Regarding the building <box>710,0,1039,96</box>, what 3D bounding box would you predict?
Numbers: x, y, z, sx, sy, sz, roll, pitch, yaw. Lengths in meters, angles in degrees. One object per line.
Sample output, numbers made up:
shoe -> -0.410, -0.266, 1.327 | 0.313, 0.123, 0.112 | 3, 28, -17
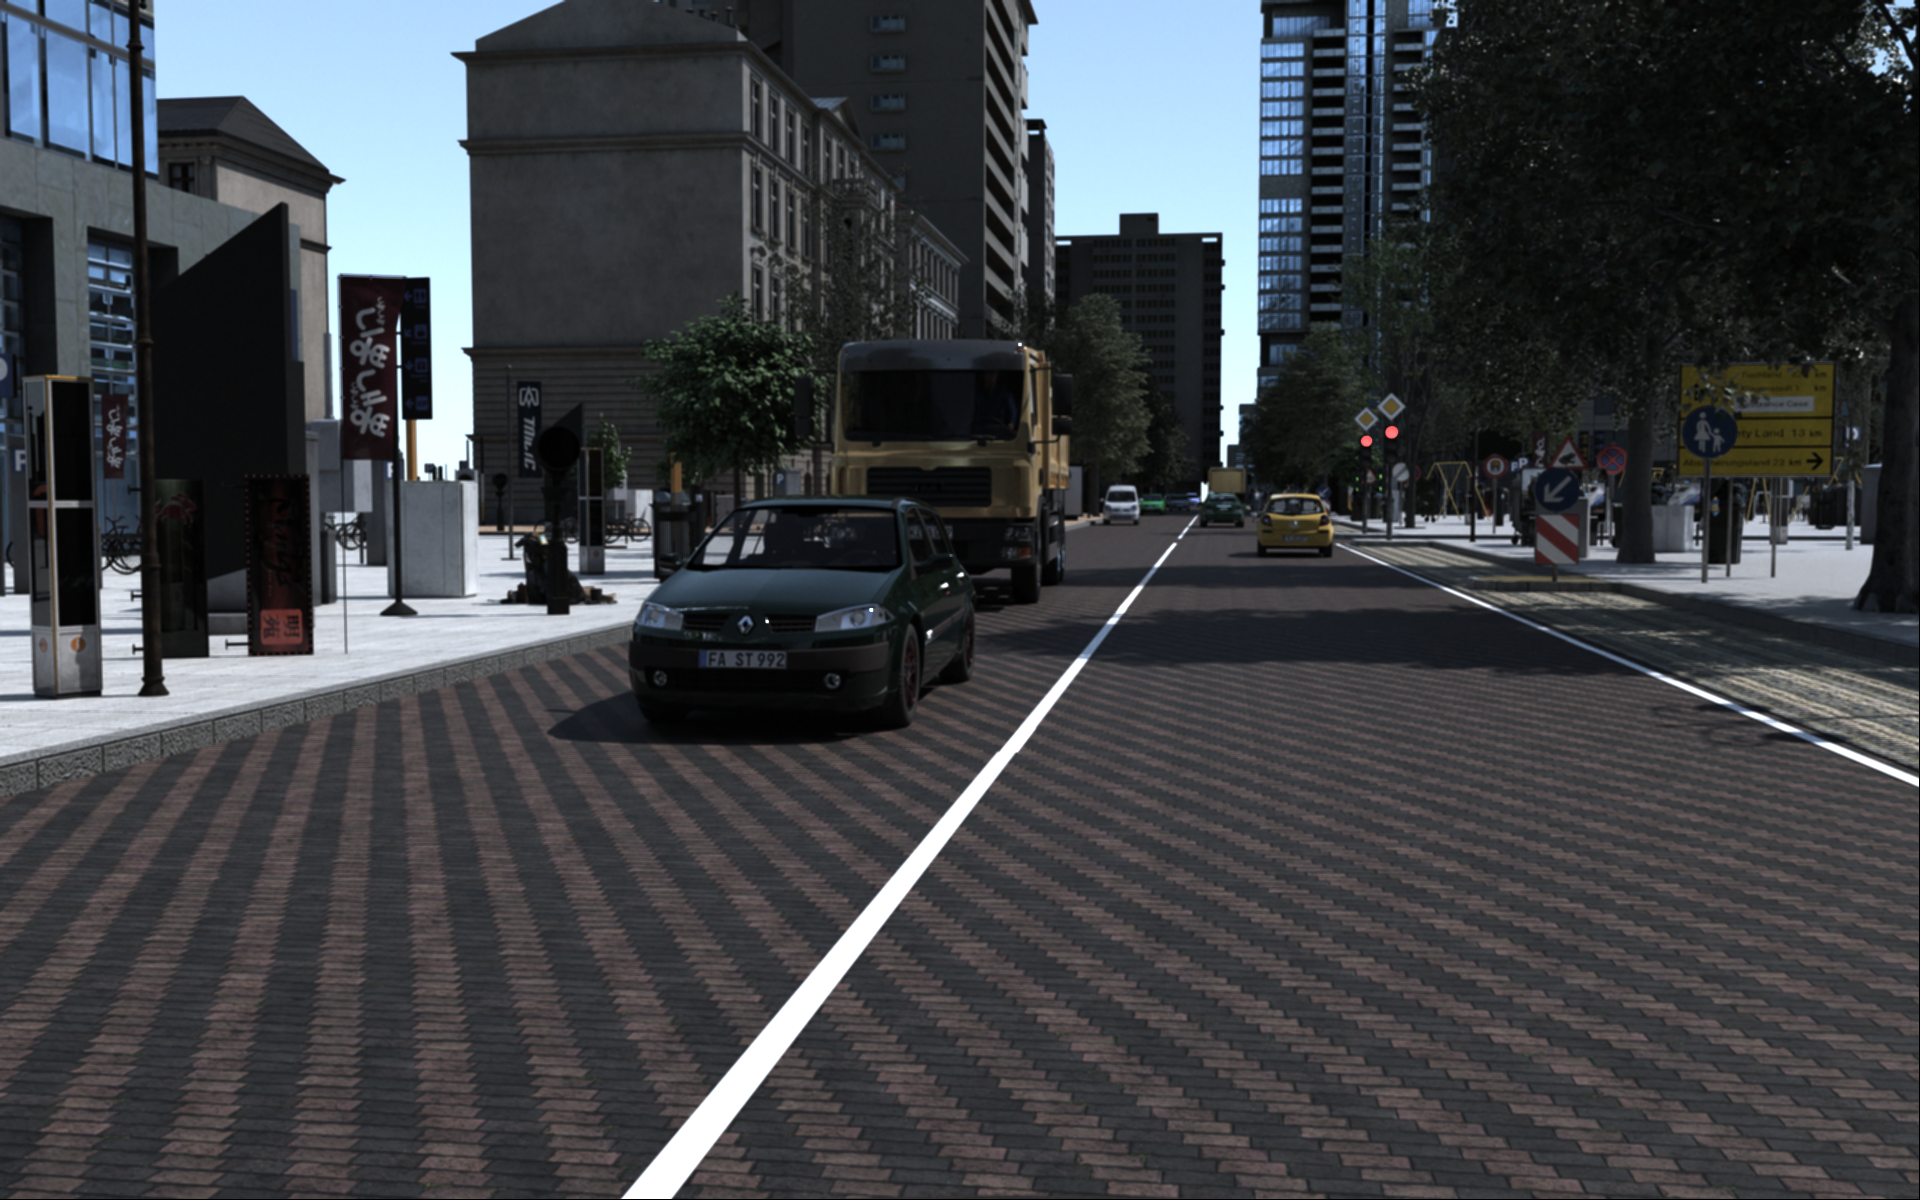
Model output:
building -> -7.783, -35.565, 170.732 | 28.713, 52.752, 27.495 | 1, 4, 8

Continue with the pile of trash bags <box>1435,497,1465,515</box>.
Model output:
pile of trash bags -> 29.397, -5.855, 105.480 | 1.912, 1.369, 3.447 | 3, 5, 44

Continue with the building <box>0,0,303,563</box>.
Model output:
building -> -32.787, -43.910, 30.595 | 31.000, 86.520, 22.319 | 1, 4, 8

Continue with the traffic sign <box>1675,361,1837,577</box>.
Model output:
traffic sign -> 12.227, -2.007, 26.680 | 2.265, 3.308, 0.079 | 1, 4, 13

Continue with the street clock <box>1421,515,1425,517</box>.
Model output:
street clock -> 25.993, -5.663, 97.154 | 0.471, 2.002, 0.358 | 2, 4, 23

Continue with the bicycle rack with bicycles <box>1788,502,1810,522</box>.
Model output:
bicycle rack with bicycles -> 39.967, -4.140, 81.064 | 2.852, 0.926, 2.925 | 1, 4, 22

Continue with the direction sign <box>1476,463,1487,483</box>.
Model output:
direction sign -> 37.620, -8.139, 125.068 | 0.876, 3.537, 0.379 | 1, 4, 17

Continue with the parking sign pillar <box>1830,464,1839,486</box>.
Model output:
parking sign pillar -> 55.713, -7.458, 110.413 | 1.447, 3.967, 1.447 | 2, 4, 30

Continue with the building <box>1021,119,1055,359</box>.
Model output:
building -> 3.211, -31.080, 191.747 | 14.086, 41.232, 14.154 | 1, 4, 8

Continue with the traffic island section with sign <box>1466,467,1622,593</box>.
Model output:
traffic island section with sign -> 8.712, -1.065, 26.040 | 1.989, 1.847, 2.006 | 1, 4, 8

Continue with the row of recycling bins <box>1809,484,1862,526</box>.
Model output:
row of recycling bins -> 35.879, -3.879, 70.530 | 1.069, 1.692, 3.534 | 0, 4, -5

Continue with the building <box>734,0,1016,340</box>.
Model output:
building -> -7.140, -31.903, 145.317 | 21.300, 48.544, 21.600 | 1, 4, 8

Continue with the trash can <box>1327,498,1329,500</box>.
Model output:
trash can -> 26.370, -6.948, 125.252 | 0.748, 1.137, 0.748 | 0, 3, 0

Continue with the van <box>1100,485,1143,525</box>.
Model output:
van -> 7.566, -4.526, 81.017 | 2.013, 2.044, 4.112 | 0, 4, 7

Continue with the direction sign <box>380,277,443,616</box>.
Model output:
direction sign -> -5.955, -1.607, 18.275 | 0.876, 3.537, 0.379 | 1, 4, 15

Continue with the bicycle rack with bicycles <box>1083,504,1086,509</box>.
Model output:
bicycle rack with bicycles -> 6.880, -6.009, 111.632 | 2.852, 0.926, 2.925 | -2, 4, -34

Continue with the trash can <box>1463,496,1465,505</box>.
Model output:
trash can -> 33.436, -6.249, 113.828 | 0.748, 1.137, 0.748 | 0, 3, 0

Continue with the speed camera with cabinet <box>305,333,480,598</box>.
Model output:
speed camera with cabinet -> -7.080, -1.664, 21.538 | 2.038, 3.252, 0.660 | 0, 4, 4

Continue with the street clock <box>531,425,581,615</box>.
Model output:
street clock -> -4.283, -0.846, 18.407 | 0.471, 2.002, 0.358 | -2, 4, -30

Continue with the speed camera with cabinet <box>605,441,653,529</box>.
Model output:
speed camera with cabinet -> -12.455, -4.325, 65.046 | 0.660, 3.252, 2.038 | 2, 4, 33

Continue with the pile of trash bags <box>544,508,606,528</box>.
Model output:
pile of trash bags -> -15.042, -3.462, 66.364 | 1.912, 1.369, 3.447 | -3, 4, -39

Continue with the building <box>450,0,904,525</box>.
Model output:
building -> -11.443, -16.463, 88.255 | 14.460, 24.649, 34.723 | 1, 4, 8

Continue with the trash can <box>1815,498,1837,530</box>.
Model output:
trash can -> 31.277, -3.116, 62.594 | 0.748, 1.137, 0.748 | 0, 3, 0

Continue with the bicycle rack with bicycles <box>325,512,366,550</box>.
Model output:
bicycle rack with bicycles -> -13.629, -1.641, 40.206 | 2.925, 0.926, 2.852 | -1, 4, -10

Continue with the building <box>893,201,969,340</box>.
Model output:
building -> -6.598, -17.103, 115.792 | 11.583, 22.565, 21.152 | 1, 4, 8

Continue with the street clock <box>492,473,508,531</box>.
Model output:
street clock -> -15.870, -3.377, 59.779 | 0.471, 2.002, 0.358 | -3, 4, -38

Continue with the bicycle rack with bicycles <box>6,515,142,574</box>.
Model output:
bicycle rack with bicycles -> -13.985, -0.907, 28.212 | 2.925, 0.926, 2.852 | -1, 4, -10

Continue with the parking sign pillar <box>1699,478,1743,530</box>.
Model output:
parking sign pillar -> 26.977, -4.455, 61.308 | 1.447, 3.967, 1.447 | 0, 4, 4

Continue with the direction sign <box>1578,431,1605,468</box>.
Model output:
direction sign -> 22.644, -4.293, 62.191 | 0.876, 3.537, 0.379 | 2, 4, 29

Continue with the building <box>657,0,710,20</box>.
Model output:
building -> -18.242, -39.675, 190.693 | 28.212, 58.520, 21.231 | 1, 4, 8

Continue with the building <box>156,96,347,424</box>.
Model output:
building -> -39.590, -13.129, 79.281 | 19.286, 19.102, 10.561 | 1, 4, 8

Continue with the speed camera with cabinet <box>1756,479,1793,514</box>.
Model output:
speed camera with cabinet -> 51.470, -7.039, 109.418 | 0.660, 3.252, 2.038 | -3, 5, -44

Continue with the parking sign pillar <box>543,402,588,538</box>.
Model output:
parking sign pillar -> -11.605, -3.832, 51.125 | 1.447, 3.967, 1.447 | 1, 4, 18

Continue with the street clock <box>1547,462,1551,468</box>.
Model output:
street clock -> 13.590, -2.145, 39.637 | 0.358, 2.002, 0.471 | 3, 4, 36

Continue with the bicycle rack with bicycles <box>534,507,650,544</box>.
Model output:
bicycle rack with bicycles -> -9.723, -1.965, 45.504 | 2.925, 0.926, 2.852 | 0, 4, -4

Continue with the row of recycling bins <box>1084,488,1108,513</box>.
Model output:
row of recycling bins -> 8.311, -6.684, 116.404 | 3.534, 1.692, 1.069 | -1, 4, -11

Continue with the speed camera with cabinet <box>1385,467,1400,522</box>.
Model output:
speed camera with cabinet -> 19.859, -5.214, 79.577 | 0.660, 3.252, 2.038 | 1, 4, 11

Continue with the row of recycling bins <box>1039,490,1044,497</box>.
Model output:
row of recycling bins -> 4.163, -5.149, 91.307 | 1.069, 1.692, 3.534 | 1, 4, 22

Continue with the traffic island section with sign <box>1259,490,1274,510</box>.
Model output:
traffic island section with sign -> 28.019, -9.093, 157.297 | 1.989, 1.847, 2.006 | 1, 4, 8

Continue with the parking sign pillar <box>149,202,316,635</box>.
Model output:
parking sign pillar -> -6.877, -1.702, 16.293 | 1.447, 3.967, 1.447 | 0, 4, 3

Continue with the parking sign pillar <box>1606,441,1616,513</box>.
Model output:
parking sign pillar -> 32.735, -6.064, 87.617 | 1.447, 3.967, 1.447 | 2, 4, 35

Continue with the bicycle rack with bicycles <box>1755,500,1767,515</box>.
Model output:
bicycle rack with bicycles -> 47.976, -5.626, 105.361 | 2.925, 0.926, 2.852 | -2, 4, -33

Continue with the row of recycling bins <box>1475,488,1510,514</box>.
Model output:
row of recycling bins -> 34.598, -6.410, 111.917 | 1.069, 1.692, 3.534 | 0, 4, -4

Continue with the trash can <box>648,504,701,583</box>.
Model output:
trash can -> -4.136, -0.824, 25.129 | 0.748, 1.137, 0.748 | 0, 3, 0

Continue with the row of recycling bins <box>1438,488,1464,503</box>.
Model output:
row of recycling bins -> 35.491, -7.022, 121.917 | 3.534, 1.692, 1.069 | 1, 4, 12

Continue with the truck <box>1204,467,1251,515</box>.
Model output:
truck -> 19.073, -7.813, 123.665 | 3.469, 3.379, 9.791 | 1, 4, 9

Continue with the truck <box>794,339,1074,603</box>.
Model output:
truck -> 0.064, -1.778, 24.987 | 3.469, 3.379, 9.791 | 0, 4, 6

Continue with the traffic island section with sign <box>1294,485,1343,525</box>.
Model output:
traffic island section with sign -> 16.694, -4.385, 80.319 | 1.989, 1.847, 2.006 | 1, 4, 8
